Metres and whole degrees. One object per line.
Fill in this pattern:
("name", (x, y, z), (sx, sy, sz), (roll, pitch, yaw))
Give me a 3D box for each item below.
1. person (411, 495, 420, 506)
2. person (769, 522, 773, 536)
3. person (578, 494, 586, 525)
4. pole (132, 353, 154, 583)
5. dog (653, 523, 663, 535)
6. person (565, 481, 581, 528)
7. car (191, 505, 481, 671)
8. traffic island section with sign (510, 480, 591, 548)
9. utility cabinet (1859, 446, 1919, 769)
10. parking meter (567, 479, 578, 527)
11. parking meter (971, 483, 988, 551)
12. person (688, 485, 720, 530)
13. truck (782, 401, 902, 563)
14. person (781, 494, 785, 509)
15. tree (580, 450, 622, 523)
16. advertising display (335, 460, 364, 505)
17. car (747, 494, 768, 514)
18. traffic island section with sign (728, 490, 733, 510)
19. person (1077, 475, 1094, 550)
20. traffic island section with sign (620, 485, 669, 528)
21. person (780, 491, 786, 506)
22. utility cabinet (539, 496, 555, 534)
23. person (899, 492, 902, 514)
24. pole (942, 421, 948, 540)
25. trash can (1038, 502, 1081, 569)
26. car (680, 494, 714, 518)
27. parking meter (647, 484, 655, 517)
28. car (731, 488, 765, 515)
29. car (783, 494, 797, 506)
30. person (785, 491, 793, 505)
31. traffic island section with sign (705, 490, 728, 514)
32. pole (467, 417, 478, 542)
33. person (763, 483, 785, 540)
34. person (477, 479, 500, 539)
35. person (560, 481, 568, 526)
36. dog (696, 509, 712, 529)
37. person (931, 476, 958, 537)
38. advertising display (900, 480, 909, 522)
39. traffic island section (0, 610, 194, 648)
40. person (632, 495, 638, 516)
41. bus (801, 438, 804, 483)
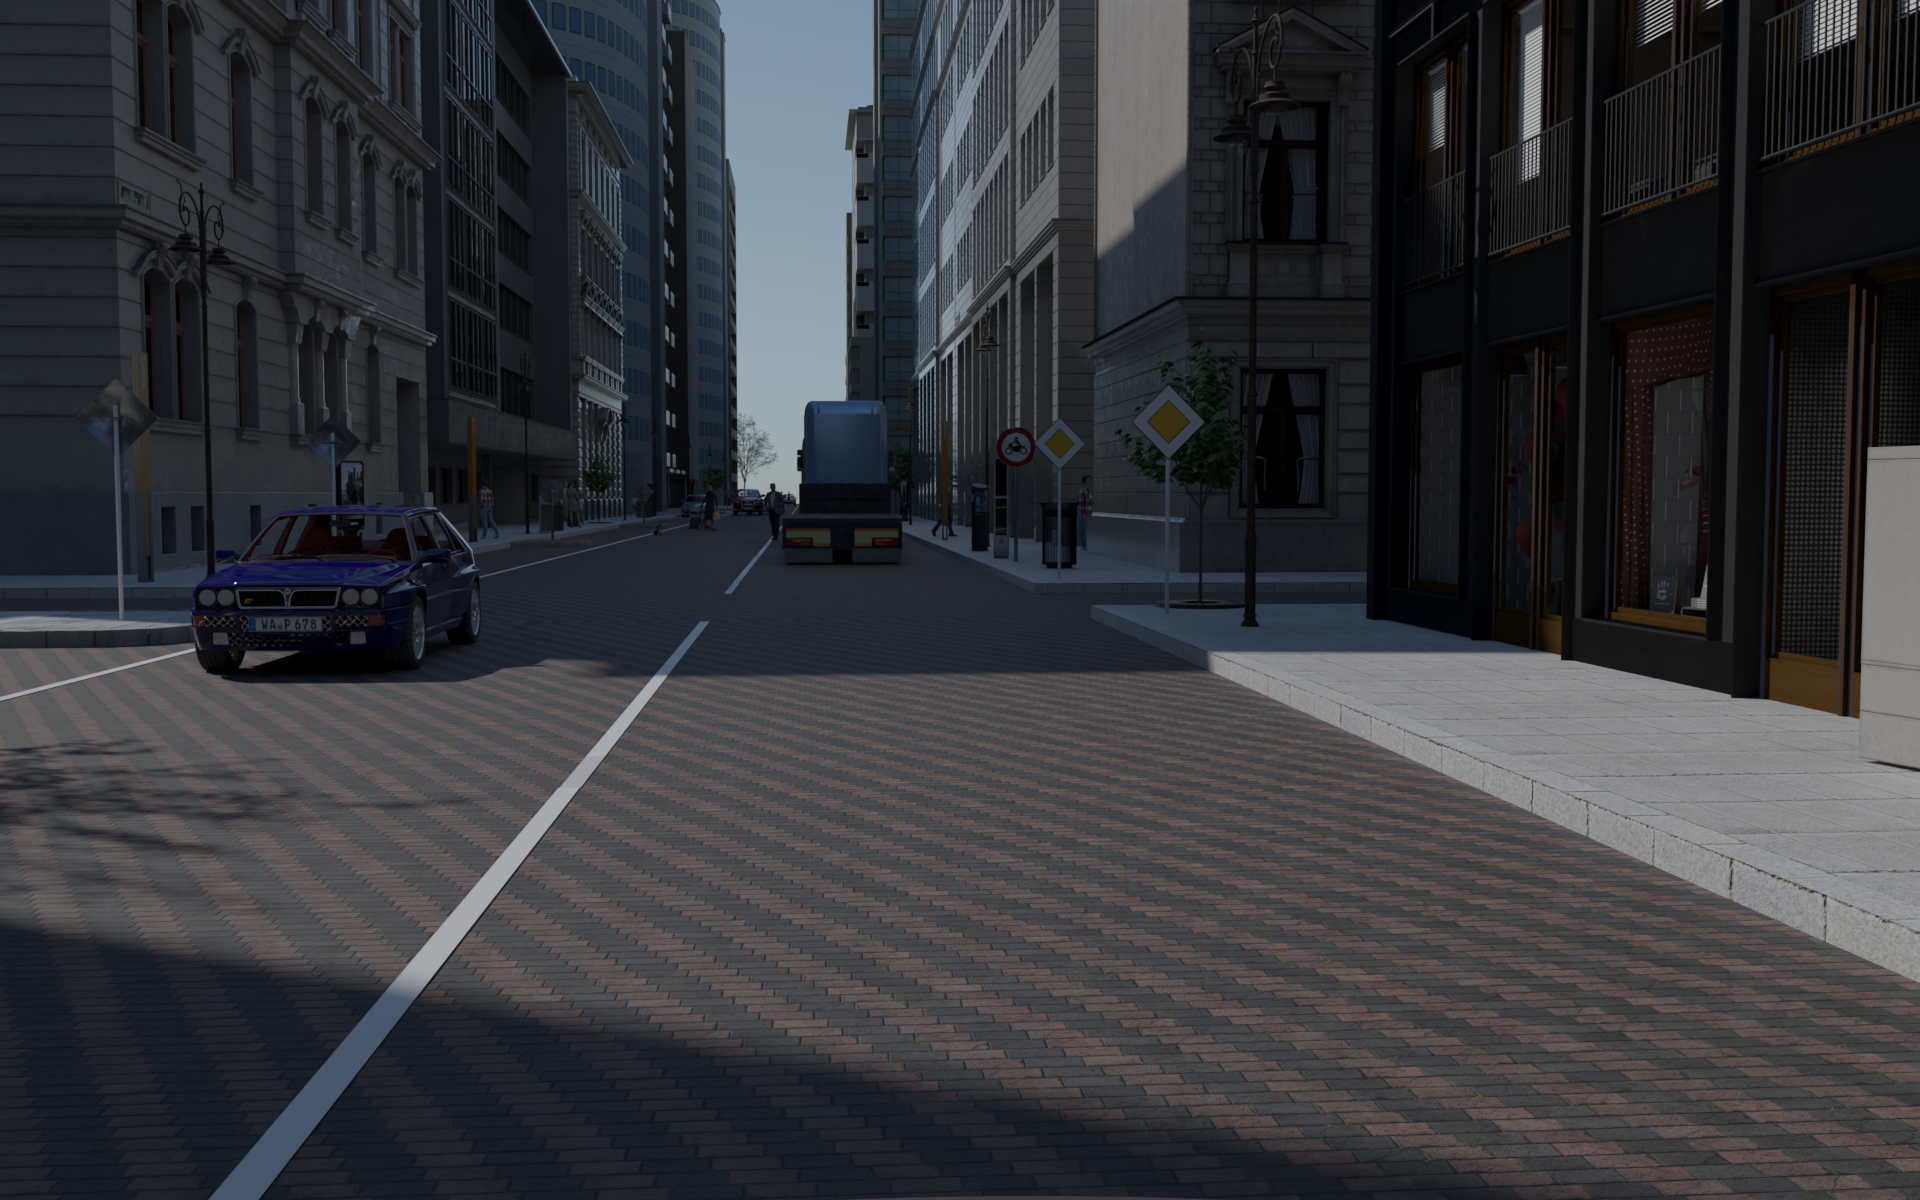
("person", (-12.185, -1.709, 38.670), (0.352, 1.250, 0.332), (1, 4, 22))
("person", (-6.370, -2.818, 59.247), (0.373, 1.253, 0.362), (-2, 4, -31))
("person", (-16.017, -3.827, 72.860), (0.590, 1.304, 0.306), (-2, 4, -29))
("pole", (-11.845, -1.912, 25.102), (0.158, 3.312, 0.155), (0, 3, 0))
("dog", (-10.479, -2.464, 60.474), (0.550, 0.427, 0.748), (1, 4, 17))
("person", (-14.725, -3.640, 65.900), (0.599, 1.781, 0.374), (-1, 4, -13))
("car", (-5.389, -0.166, 15.296), (1.945, 1.354, 3.894), (0, 4, -5))
("traffic island section with sign", (-11.175, -2.375, 47.458), (1.989, 1.847, 2.006), (0, 4, -5))
("utility cabinet", (4.626, 0.057, 7.745), (0.318, 1.500, 1.173), (-1, 4, -17))
("parking meter", (-15.106, -3.783, 67.564), (0.255, 1.863, 0.399), (2, 4, 26))
("parking meter", (0.443, -1.861, 38.830), (0.372, 1.533, 0.369), (0, 3, 0))
("person", (-10.115, -3.665, 68.639), (0.699, 1.804, 1.509), (-3, 4, -37))
("truck", (-2.945, -3.329, 44.185), (2.967, 4.110, 18.799), (0, 4, -3))
("person", (-17.506, -9.740, 170.974), (0.421, 1.427, 0.697), (2, 4, 32))
("tree", (-15.949, -4.980, 76.029), (1.663, 3.219, 1.824), (0, 3, 0))
("advertising display", (-11.729, -1.719, 33.315), (0.123, 1.923, 0.974), (0, 4, 6))
("car", (-14.246, -6.825, 123.587), (2.014, 1.417, 4.499), (0, 4, -4))
("traffic island section with sign", (-20.326, -8.769, 151.997), (1.989, 1.847, 2.006), (0, 4, -5))
("person", (2.791, -1.995, 39.494), (0.643, 1.720, 0.563), (1, 4, 13))
("traffic island section with sign", (-13.530, -4.017, 74.310), (1.989, 1.847, 2.006), (0, 4, -5))
("person", (-20.705, -11.819, 202.268), (0.750, 1.759, 0.617), (-2, 4, -32))
("utility cabinet", (-13.424, -2.762, 56.324), (0.306, 1.237, 1.020), (0, 4, 0))
("person", (-3.506, -6.258, 109.158), (0.742, 1.727, 0.445), (1, 4, 22))
("pole", (-0.422, -3.350, 48.624), (0.158, 3.312, 0.155), (0, 3, 0))
("trash can", (1.722, -1.122, 29.992), (0.748, 1.137, 0.748), (0, 3, 0))
("car", (-16.098, -5.771, 106.360), (2.014, 1.417, 4.499), (0, 4, -4))
("parking meter", (-17.361, -5.604, 97.338), (0.255, 1.863, 0.399), (2, 4, 35))
("car", (-14.390, -6.664, 117.624), (2.281, 1.827, 5.304), (0, 4, -7))
("car", (-21.300, -12.452, 215.391), (2.131, 1.459, 4.920), (0, 4, -6))
("person", (-19.869, -11.736, 200.907), (1.217, 1.766, 0.721), (-2, 4, -23))
("traffic island section with sign", (-17.886, -7.065, 124.145), (1.989, 1.847, 2.006), (0, 4, -5))
("pole", (-12.933, -3.185, 45.920), (0.158, 3.312, 0.155), (0, 3, 0))
("person", (-5.782, -2.743, 53.741), (0.661, 1.777, 0.834), (0, 4, 1))
("person", (-13.594, -2.622, 49.750), (0.643, 1.720, 0.563), (2, 4, 26))
("person", (-15.973, -3.897, 69.984), (0.478, 1.798, 0.641), (-2, 4, -25))
("dog", (-10.288, -3.279, 70.453), (0.800, 0.831, 0.513), (1, 4, 19))
("person", (-0.464, -2.831, 52.238), (0.836, 1.842, 0.656), (0, 4, 5))
("advertising display", (-2.575, -4.615, 80.674), (0.123, 1.923, 0.974), (-1, 4, -19))
("traffic island section", (-8.544, 0.287, 17.588), (2.009, 0.180, 2.903), (0, 4, -5))
("person", (-18.806, -5.477, 100.283), (0.332, 1.250, 0.352), (3, 4, 39))
("bus", (-4.868, -4.740, 69.051), (2.896, 3.916, 12.252), (0, 4, -3))
